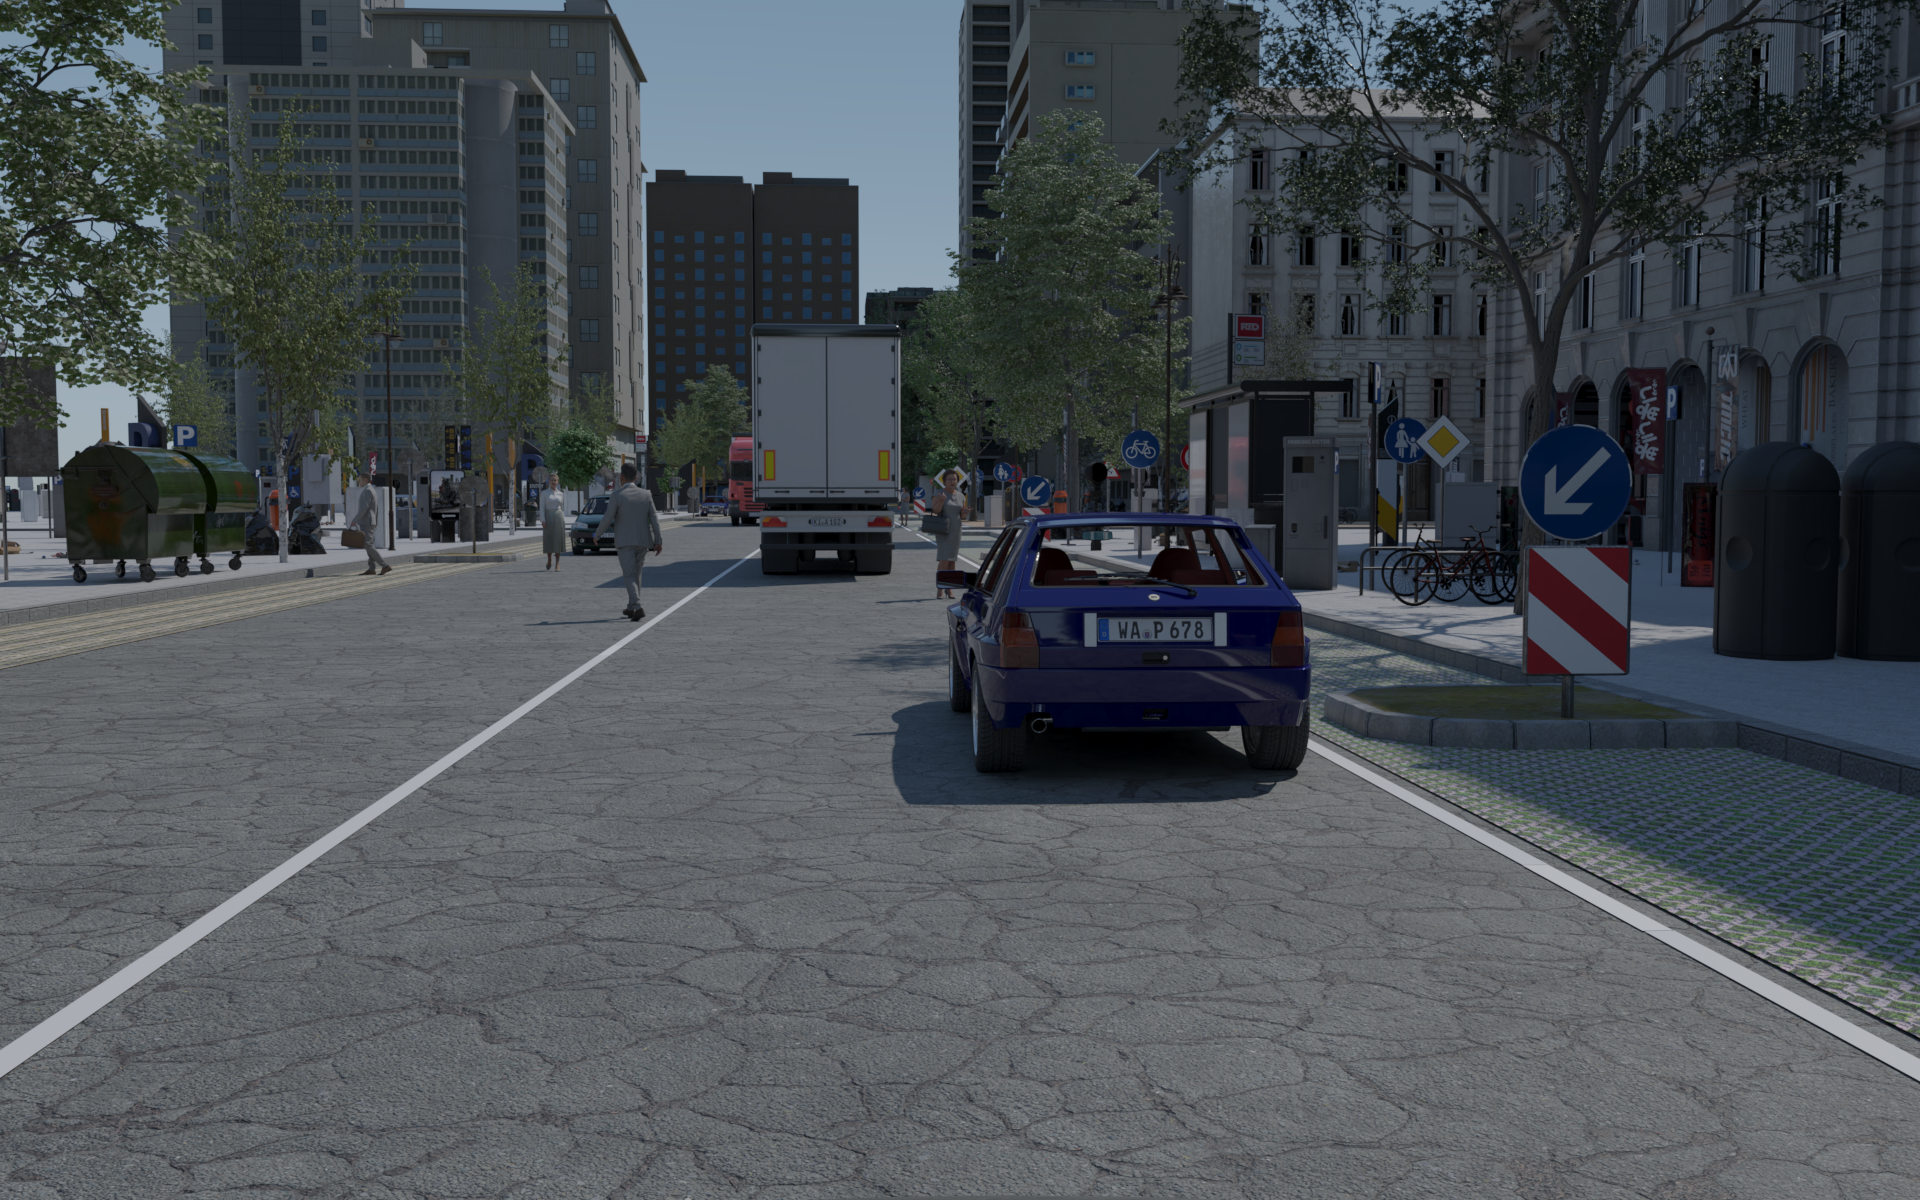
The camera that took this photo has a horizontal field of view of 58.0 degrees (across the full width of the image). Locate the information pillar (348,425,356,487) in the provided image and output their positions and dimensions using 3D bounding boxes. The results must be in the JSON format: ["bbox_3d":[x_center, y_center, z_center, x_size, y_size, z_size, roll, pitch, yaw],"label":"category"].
[{"bbox_3d":[-20.638,-4.128,58.854,0.183,3.616,0.504,-3,4,-36],"label":"information pillar"}]

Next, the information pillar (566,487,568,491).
[{"bbox_3d":[-24.904,-7.236,109.669,0.183,3.616,0.504,-1,4,-17],"label":"information pillar"}]

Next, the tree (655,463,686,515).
[{"bbox_3d":[-18.843,-7.204,112.392,1.663,3.219,1.824,0,3,0],"label":"tree"}]

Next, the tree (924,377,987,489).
[{"bbox_3d":[-0.421,-9.738,109.574,4.737,8.622,4.395,0,3,0],"label":"tree"}]

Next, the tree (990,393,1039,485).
[{"bbox_3d":[4.266,-10.762,126.326,4.360,8.622,3.978,0,3,0],"label":"tree"}]

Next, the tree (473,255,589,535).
[{"bbox_3d":[-14.044,-6.330,53.851,4.737,8.622,4.395,0,3,0],"label":"tree"}]

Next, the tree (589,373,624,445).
[{"bbox_3d":[-22.224,-9.407,104.164,4.737,8.622,4.395,0,3,0],"label":"tree"}]

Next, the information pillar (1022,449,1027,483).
[{"bbox_3d":[3.327,-5.996,89.382,0.183,3.616,0.504,-1,4,-21],"label":"information pillar"}]

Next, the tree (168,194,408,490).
[{"bbox_3d":[-16.659,-5.670,43.074,4.360,8.622,3.978,0,3,0],"label":"tree"}]

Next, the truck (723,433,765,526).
[{"bbox_3d":[-9.291,-5.653,81.337,2.839,4.237,11.283,0,4,-3],"label":"truck"}]

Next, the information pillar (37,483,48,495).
[{"bbox_3d":[-63.204,-7.025,119.348,0.304,2.012,0.304,-2,4,-32],"label":"information pillar"}]

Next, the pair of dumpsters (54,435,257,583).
[{"bbox_3d":[-12.430,-1.497,26.962,1.574,2.255,4.437,0,4,-4],"label":"pair of dumpsters"}]

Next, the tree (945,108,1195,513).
[{"bbox_3d":[3.010,-8.189,52.022,7.486,12.596,7.792,0,3,0],"label":"tree"}]

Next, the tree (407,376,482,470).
[{"bbox_3d":[-32.675,-9.571,106.854,4.360,8.622,3.978,0,3,0],"label":"tree"}]

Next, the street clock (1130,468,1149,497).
[{"bbox_3d":[4.789,-2.547,46.214,0.471,2.002,0.358,1,4,14],"label":"street clock"}]

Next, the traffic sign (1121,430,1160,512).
[{"bbox_3d":[3.575,-2.094,34.345,0.768,2.556,0.104,0,4,2],"label":"traffic sign"}]

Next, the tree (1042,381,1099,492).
[{"bbox_3d":[6.930,-9.717,109.233,4.737,8.622,4.395,0,3,0],"label":"tree"}]

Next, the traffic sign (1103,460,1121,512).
[{"bbox_3d":[5.028,-3.601,58.875,0.884,2.594,0.081,0,4,-1],"label":"traffic sign"}]

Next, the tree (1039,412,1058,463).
[{"bbox_3d":[7.392,-9.409,104.199,4.360,8.622,3.978,0,3,0],"label":"tree"}]

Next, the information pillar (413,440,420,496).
[{"bbox_3d":[-23.412,-5.094,74.634,0.183,3.616,0.504,-3,5,-45],"label":"information pillar"}]

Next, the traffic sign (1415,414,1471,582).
[{"bbox_3d":[6.988,-1.464,25.116,0.795,2.450,0.064,0,4,2],"label":"traffic sign"}]

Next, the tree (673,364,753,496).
[{"bbox_3d":[-21.151,-14.230,150.788,7.486,12.596,7.792,0,3,0],"label":"tree"}]

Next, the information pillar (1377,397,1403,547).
[{"bbox_3d":[10.275,-3.075,41.639,0.504,3.616,0.183,0,4,-7],"label":"information pillar"}]

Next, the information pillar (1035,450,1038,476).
[{"bbox_3d":[4.105,-6.226,93.145,0.183,3.616,0.504,1,4,9],"label":"information pillar"}]

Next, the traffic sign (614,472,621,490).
[{"bbox_3d":[-19.990,-6.176,101.082,0.768,2.556,0.104,0,4,3],"label":"traffic sign"}]

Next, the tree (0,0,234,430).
[{"bbox_3d":[-12.005,-6.151,18.701,7.486,12.596,7.792,0,3,0],"label":"tree"}]

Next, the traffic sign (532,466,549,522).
[{"bbox_3d":[-19.064,-4.806,78.682,0.768,2.556,0.104,0,4,5],"label":"traffic sign"}]

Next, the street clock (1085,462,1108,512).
[{"bbox_3d":[3.085,-2.118,39.206,0.471,2.002,0.358,-2,4,-24],"label":"street clock"}]

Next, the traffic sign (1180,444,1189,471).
[{"bbox_3d":[5.739,-2.572,42.163,0.768,2.556,0.104,0,4,1],"label":"traffic sign"}]

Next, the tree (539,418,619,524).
[{"bbox_3d":[-16.318,-5.502,73.673,4.285,4.588,4.351,0,3,0],"label":"tree"}]

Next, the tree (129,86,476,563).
[{"bbox_3d":[-12.405,-4.993,31.998,4.737,8.622,4.395,0,3,0],"label":"tree"}]

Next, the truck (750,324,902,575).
[{"bbox_3d":[-2.652,-2.770,34.196,2.839,4.237,11.283,0,4,-5],"label":"truck"}]

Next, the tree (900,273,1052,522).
[{"bbox_3d":[0.756,-9.448,80.222,9.928,11.665,9.643,0,3,0],"label":"tree"}]

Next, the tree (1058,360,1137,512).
[{"bbox_3d":[7.910,-8.731,93.108,4.360,8.622,3.978,0,3,0],"label":"tree"}]

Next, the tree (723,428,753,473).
[{"bbox_3d":[-24.921,-15.141,197.912,4.360,8.622,3.978,0,3,0],"label":"tree"}]

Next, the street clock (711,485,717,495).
[{"bbox_3d":[-20.098,-8.374,141.476,0.358,2.002,0.471,2,4,29],"label":"street clock"}]

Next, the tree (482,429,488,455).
[{"bbox_3d":[-36.748,-10.818,127.244,4.360,8.622,3.978,0,3,0],"label":"tree"}]

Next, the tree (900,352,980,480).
[{"bbox_3d":[-3.069,-13.381,135.789,9.611,12.733,9.660,0,3,0],"label":"tree"}]

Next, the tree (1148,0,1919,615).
[{"bbox_3d":[5.906,-5.099,17.783,8.767,10.594,7.601,1,4,18],"label":"tree"}]

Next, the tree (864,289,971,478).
[{"bbox_3d":[-5.148,-18.637,160.608,12.611,20.169,13.585,0,3,0],"label":"tree"}]

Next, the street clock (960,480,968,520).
[{"bbox_3d":[0.170,-4.944,85.402,0.358,2.002,0.471,2,4,28],"label":"street clock"}]

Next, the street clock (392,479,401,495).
[{"bbox_3d":[-27.842,-4.953,85.551,0.471,2.002,0.358,-1,4,-12],"label":"street clock"}]

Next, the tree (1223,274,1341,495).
[{"bbox_3d":[10.891,-6.622,58.635,4.360,8.622,3.978,0,3,0],"label":"tree"}]

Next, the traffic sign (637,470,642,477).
[{"bbox_3d":[-17.016,-5.529,90.497,0.768,2.556,0.104,0,4,2],"label":"traffic sign"}]

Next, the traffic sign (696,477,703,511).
[{"bbox_3d":[-19.278,-7.822,127.991,0.768,2.556,0.104,0,4,0],"label":"traffic sign"}]

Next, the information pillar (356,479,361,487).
[{"bbox_3d":[-27.278,-4.545,78.810,0.304,2.012,0.304,2,4,35],"label":"information pillar"}]

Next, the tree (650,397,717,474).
[{"bbox_3d":[-20.591,-11.061,131.203,4.737,8.622,4.395,0,3,0],"label":"tree"}]

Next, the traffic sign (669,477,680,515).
[{"bbox_3d":[-17.099,-6.216,103.755,0.606,2.300,0.079,0,4,0],"label":"traffic sign"}]

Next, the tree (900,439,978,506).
[{"bbox_3d":[-0.674,-7.210,101.591,4.285,4.588,4.351,0,3,0],"label":"tree"}]

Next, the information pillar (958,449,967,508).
[{"bbox_3d":[0.130,-6.004,89.521,0.504,3.616,0.183,-1,4,-18],"label":"information pillar"}]

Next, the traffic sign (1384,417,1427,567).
[{"bbox_3d":[7.425,-1.760,28.879,0.768,2.556,0.104,0,4,-4],"label":"traffic sign"}]

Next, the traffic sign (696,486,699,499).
[{"bbox_3d":[-21.594,-8.731,142.852,0.768,2.556,0.104,0,4,-2],"label":"traffic sign"}]

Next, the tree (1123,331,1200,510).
[{"bbox_3d":[9.099,-7.805,77.972,4.737,8.622,4.395,0,3,0],"label":"tree"}]

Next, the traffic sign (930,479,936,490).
[{"bbox_3d":[-1.668,-7.291,119.318,0.768,2.556,0.104,0,4,4],"label":"traffic sign"}]
